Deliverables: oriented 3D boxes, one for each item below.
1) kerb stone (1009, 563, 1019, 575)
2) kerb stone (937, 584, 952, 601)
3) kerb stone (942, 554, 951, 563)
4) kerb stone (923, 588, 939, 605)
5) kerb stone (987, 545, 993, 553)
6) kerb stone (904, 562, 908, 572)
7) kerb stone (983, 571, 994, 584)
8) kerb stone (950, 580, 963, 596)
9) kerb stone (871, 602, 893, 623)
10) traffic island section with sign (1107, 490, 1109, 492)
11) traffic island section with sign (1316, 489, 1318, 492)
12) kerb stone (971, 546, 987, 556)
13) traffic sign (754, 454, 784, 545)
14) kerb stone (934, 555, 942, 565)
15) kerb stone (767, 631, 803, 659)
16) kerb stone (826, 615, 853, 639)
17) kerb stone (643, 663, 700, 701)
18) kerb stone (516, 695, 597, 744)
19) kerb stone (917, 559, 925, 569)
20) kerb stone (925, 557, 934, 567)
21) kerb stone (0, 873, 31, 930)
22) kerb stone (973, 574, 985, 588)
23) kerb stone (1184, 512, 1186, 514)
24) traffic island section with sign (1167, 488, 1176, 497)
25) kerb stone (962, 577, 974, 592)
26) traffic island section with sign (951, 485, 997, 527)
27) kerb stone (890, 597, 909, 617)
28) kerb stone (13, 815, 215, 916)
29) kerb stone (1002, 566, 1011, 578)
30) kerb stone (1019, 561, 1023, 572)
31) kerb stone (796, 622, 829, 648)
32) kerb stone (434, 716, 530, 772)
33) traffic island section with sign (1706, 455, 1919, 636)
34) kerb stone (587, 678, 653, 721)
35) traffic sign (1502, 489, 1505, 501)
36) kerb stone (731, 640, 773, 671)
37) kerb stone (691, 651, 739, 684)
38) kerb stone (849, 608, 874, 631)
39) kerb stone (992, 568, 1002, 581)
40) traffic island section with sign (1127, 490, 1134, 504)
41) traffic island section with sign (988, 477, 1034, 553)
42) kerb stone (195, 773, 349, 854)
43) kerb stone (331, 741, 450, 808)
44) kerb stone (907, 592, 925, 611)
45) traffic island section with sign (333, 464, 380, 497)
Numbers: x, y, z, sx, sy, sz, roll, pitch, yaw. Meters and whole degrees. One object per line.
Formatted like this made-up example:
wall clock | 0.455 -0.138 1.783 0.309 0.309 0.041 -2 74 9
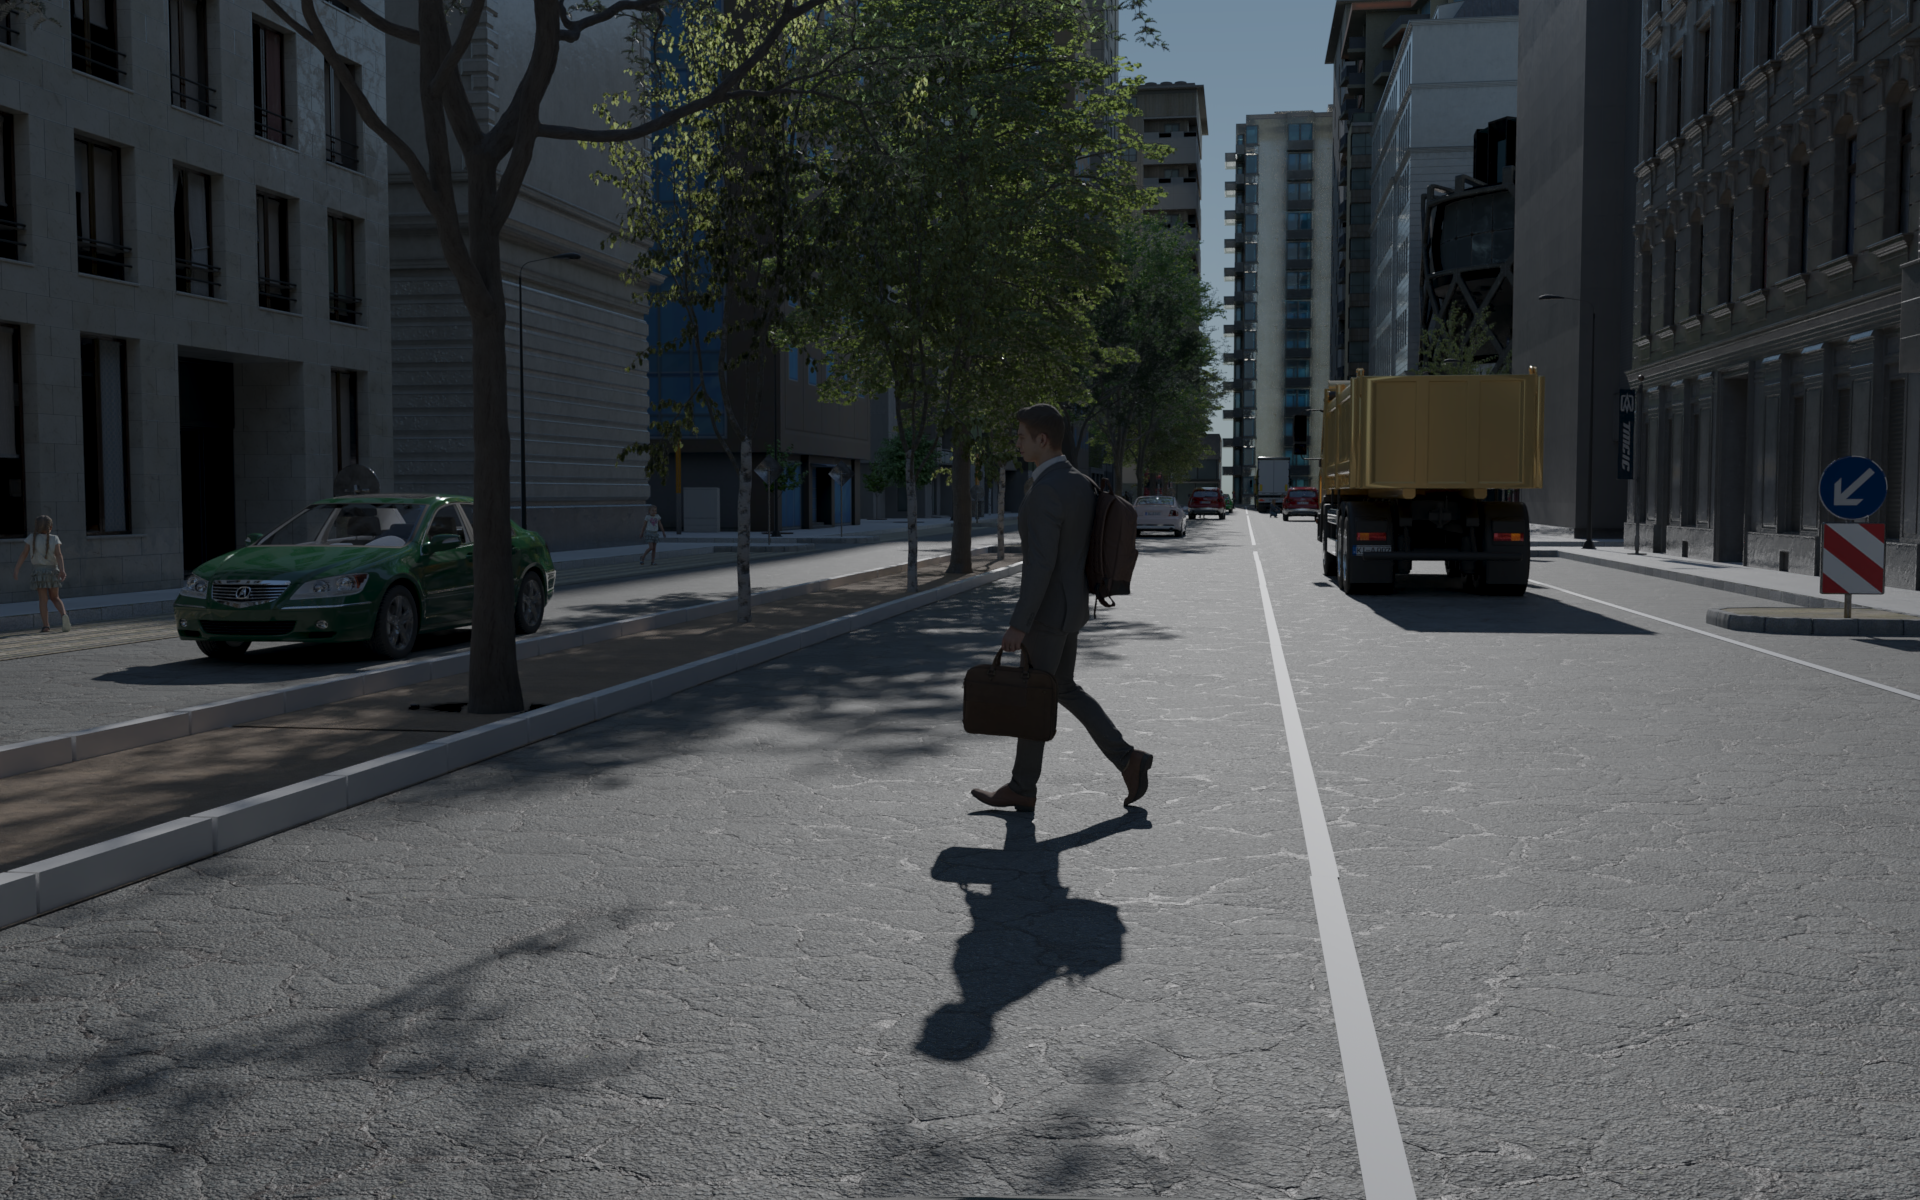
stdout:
kerb stone | 0.875 -0.518 30.667 0.120 0.150 1.000 1 4 9
kerb stone | -0.285 -0.085 23.584 0.120 0.150 1.000 1 4 9
kerb stone | -0.377 -0.843 36.046 0.120 0.150 1.000 1 4 9
kerb stone | -0.457 -0.023 22.576 0.120 0.150 1.000 1 4 9
kerb stone | 0.616 -1.216 42.127 0.120 0.150 1.000 1 4 9
kerb stone | -1.039 -0.599 32.000 0.120 0.150 1.000 1 4 9
kerb stone | 0.370 -0.333 27.634 0.120 0.150 1.000 1 4 9
kerb stone | -0.128 -0.145 24.600 0.120 0.150 1.000 1 4 9
kerb stone | -0.948 0.162 19.542 0.120 0.150 1.000 1 4 9
traffic island section with sign | 13.272 -8.800 152.511 1.989 1.847 2.006 1 4 9
traffic island section with sign | 30.522 -8.597 149.181 1.989 1.847 2.006 1 4 9
kerb stone | 0.447 -1.157 41.112 0.120 0.150 1.000 1 4 9
traffic sign | -4.816 -2.449 43.686 0.795 2.450 0.064 1 4 9
kerb stone | -0.553 -0.785 35.028 0.120 0.150 1.000 1 4 9
kerb stone | -1.614 0.411 15.479 0.120 0.150 1.000 1 4 9
kerb stone | -1.282 0.288 17.517 0.120 0.150 1.000 1 4 9
kerb stone | -2.102 0.596 12.452 0.120 0.150 1.000 1 4 9
kerb stone | -2.446 0.720 10.431 0.120 0.150 1.000 1 4 9
kerb stone | -0.872 -0.658 33.008 0.120 0.150 1.000 1 4 9
kerb stone | -0.711 -0.723 34.018 0.120 0.150 1.000 1 4 9
kerb stone | -3.263 1.029 5.371 0.120 0.150 1.000 1 4 9
kerb stone | 0.208 -0.271 26.625 0.120 0.150 1.000 1 4 9
kerb stone | 15.989 -6.182 123.276 0.120 0.150 1.000 1 4 9
traffic island section with sign | 15.128 -7.109 124.375 2.006 1.907 1.989 1 4 9
kerb stone | 0.040 -0.207 25.609 0.120 0.150 1.000 1 4 9
traffic island section with sign | 0.741 -4.112 75.863 1.989 1.847 2.006 1 4 9
kerb stone | -0.789 0.100 20.558 0.120 0.150 1.000 1 4 9
kerb stone | -3.102 0.968 6.381 0.120 0.150 1.000 1 4 9
kerb stone | 0.703 -0.456 29.650 0.120 0.150 1.000 1 4 9
kerb stone | 1.030 -0.580 31.686 0.120 0.150 1.000 1 4 9
kerb stone | -1.446 0.349 16.489 0.120 0.150 1.000 1 4 9
kerb stone | -2.611 0.782 9.410 0.120 0.150 1.000 1 4 9
traffic island section with sign | 9.185 -0.608 18.572 1.989 1.847 2.006 1 4 9
kerb stone | -2.270 0.658 11.443 0.120 0.150 1.000 1 4 9
traffic sign | 12.792 -2.273 40.800 0.795 2.450 0.064 1 4 9
kerb stone | -1.776 0.473 14.470 0.120 0.150 1.000 1 4 9
kerb stone | -1.944 0.534 13.461 0.120 0.150 1.000 1 4 9
kerb stone | -1.110 0.225 18.524 0.120 0.150 1.000 1 4 9
kerb stone | 0.530 -0.394 28.643 0.120 0.150 1.000 1 4 9
traffic island section with sign | 17.795 -10.495 180.214 1.989 1.847 2.006 1 4 9
traffic island section with sign | 1.817 -2.127 42.906 2.006 1.907 1.989 1 4 9
kerb stone | -2.929 0.906 7.388 0.120 0.150 1.000 1 4 9
kerb stone | -2.768 0.844 8.397 0.120 0.150 1.000 1 4 9
kerb stone | -0.622 0.038 21.568 0.120 0.150 1.000 1 4 9
traffic island section with sign | -8.020 -0.833 22.245 1.989 1.847 2.006 1 4 9
